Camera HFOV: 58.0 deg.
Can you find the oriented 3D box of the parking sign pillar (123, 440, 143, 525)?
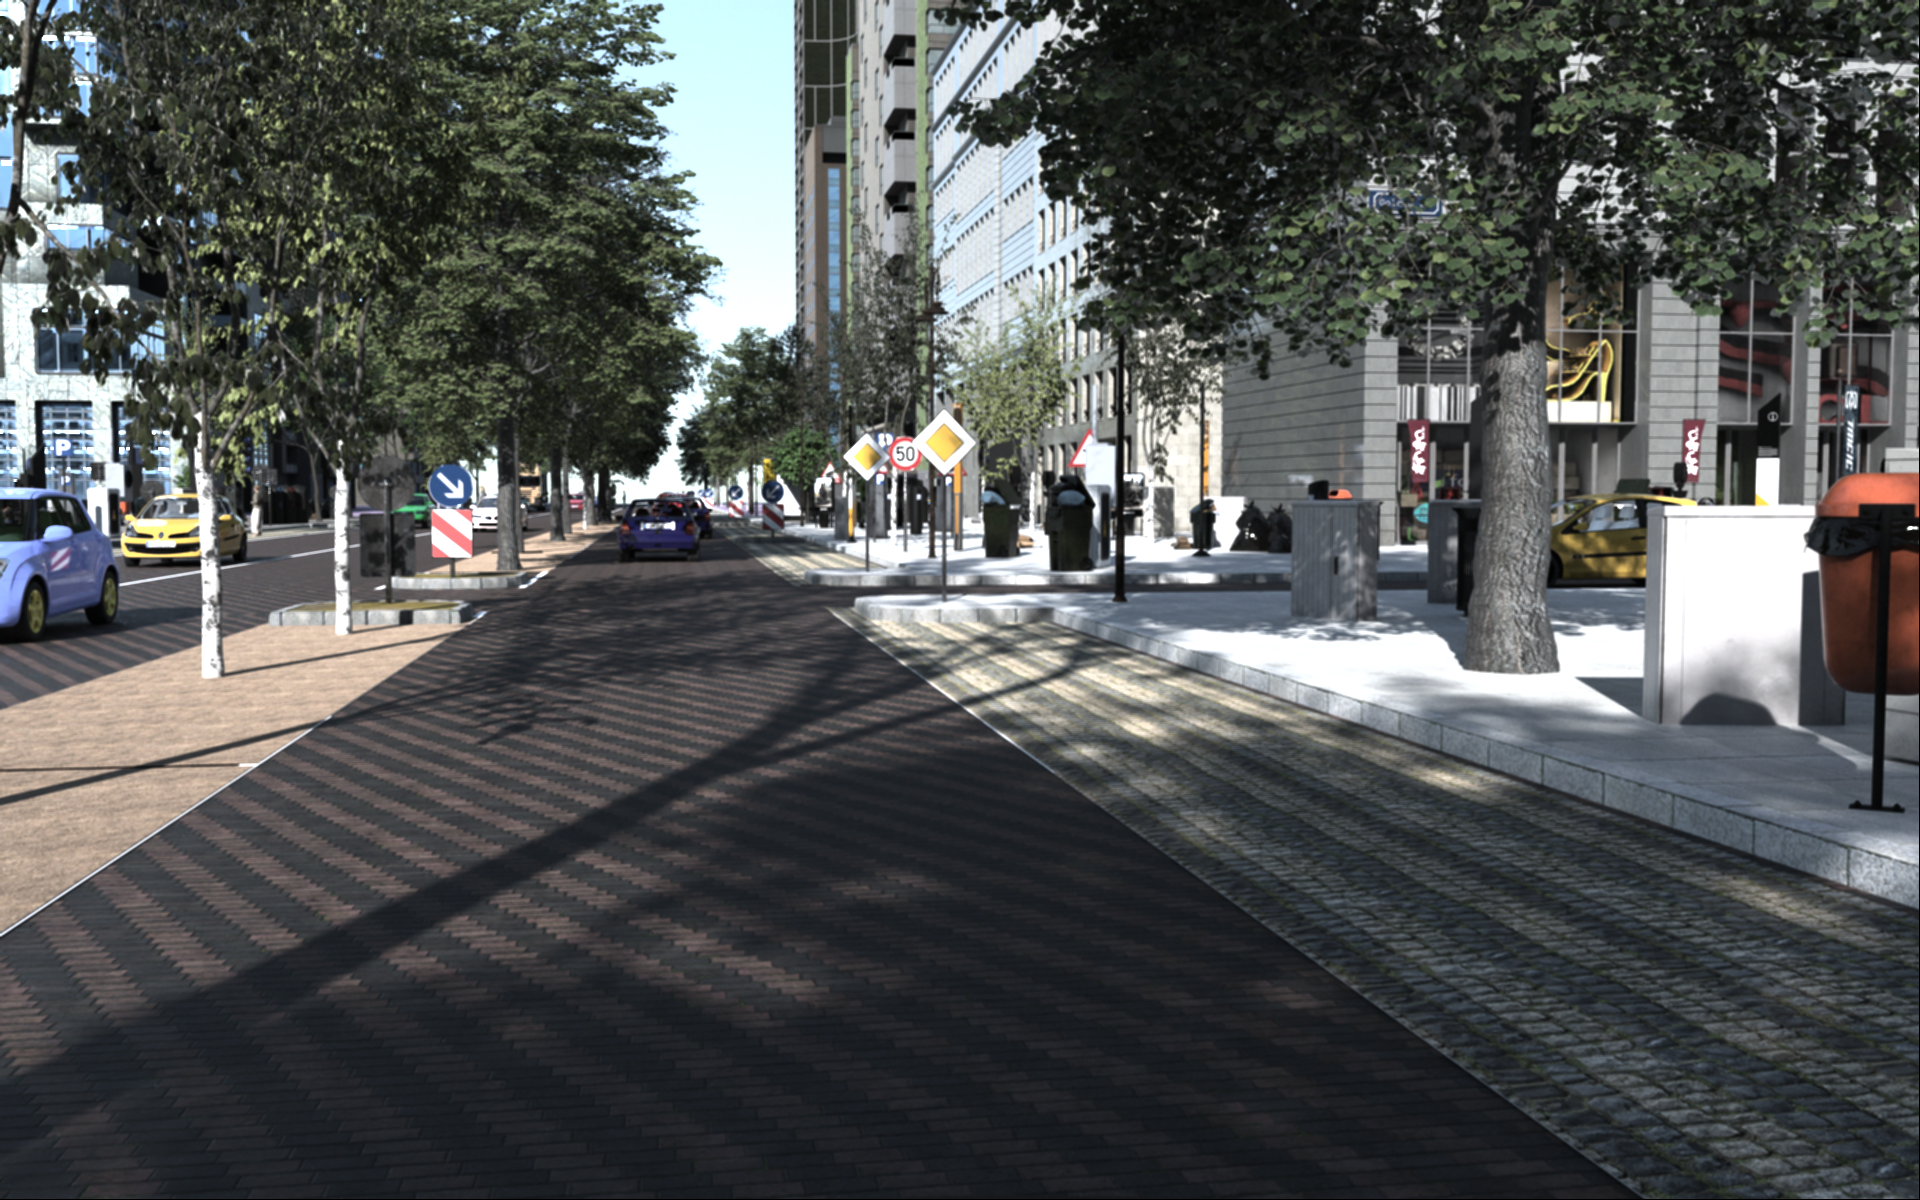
[{"bbox_3d":[-34.630,-5.153,72.722,1.447,3.967,1.447,-2,4,-28],"label":"parking sign pillar"}]

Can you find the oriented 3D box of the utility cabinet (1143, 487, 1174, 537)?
[{"bbox_3d":[5.868,-2.595,51.109,0.318,1.500,1.173,3,5,42],"label":"utility cabinet"}]

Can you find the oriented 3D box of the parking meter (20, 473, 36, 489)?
[{"bbox_3d":[-26.368,-2.650,49.042,0.255,1.863,0.399,0,4,5],"label":"parking meter"}]

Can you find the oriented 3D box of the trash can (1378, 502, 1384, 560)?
[{"bbox_3d":[7.493,-1.258,32.218,0.748,1.137,0.748,0,3,0],"label":"trash can"}]

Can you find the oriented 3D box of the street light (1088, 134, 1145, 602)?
[{"bbox_3d":[1.906,-2.917,20.482,0.468,5.910,1.993,-1,4,-10],"label":"street light"}]

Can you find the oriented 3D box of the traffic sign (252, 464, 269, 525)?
[{"bbox_3d":[-29.201,-4.421,72.395,0.768,2.556,0.104,0,4,-2],"label":"traffic sign"}]

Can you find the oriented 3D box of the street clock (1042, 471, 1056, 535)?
[{"bbox_3d":[2.764,-3.027,54.055,0.358,2.002,0.471,-2,4,-31],"label":"street clock"}]

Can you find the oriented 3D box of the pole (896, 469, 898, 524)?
[{"bbox_3d":[-2.656,-4.777,71.944,0.158,3.312,0.155,0,3,0],"label":"pole"}]

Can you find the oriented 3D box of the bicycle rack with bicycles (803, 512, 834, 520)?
[{"bbox_3d":[-7.495,-4.538,87.573,2.925,0.926,2.852,-2,4,-32],"label":"bicycle rack with bicycles"}]

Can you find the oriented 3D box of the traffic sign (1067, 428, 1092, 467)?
[{"bbox_3d":[2.560,-2.101,34.351,0.884,2.594,0.081,0,4,-7],"label":"traffic sign"}]

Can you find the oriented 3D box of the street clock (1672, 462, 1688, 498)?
[{"bbox_3d":[16.504,-2.150,39.721,0.358,2.002,0.471,2,4,32],"label":"street clock"}]

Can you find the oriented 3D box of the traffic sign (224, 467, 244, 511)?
[{"bbox_3d":[-28.617,-4.174,68.346,0.768,2.556,0.104,0,4,-7],"label":"traffic sign"}]

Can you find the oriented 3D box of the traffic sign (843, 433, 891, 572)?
[{"bbox_3d":[-1.525,-1.515,28.406,0.795,2.450,0.064,-1,4,-10],"label":"traffic sign"}]

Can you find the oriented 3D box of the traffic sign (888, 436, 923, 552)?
[{"bbox_3d":[-1.209,-2.339,38.353,0.768,2.556,0.104,0,4,-3],"label":"traffic sign"}]

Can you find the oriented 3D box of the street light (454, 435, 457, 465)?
[{"bbox_3d":[-39.179,-9.899,134.637,0.468,5.910,1.993,-1,4,-10],"label":"street light"}]

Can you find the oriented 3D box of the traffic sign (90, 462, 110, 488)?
[{"bbox_3d":[-27.588,-3.271,55.611,0.606,2.300,0.079,0,4,-7],"label":"traffic sign"}]

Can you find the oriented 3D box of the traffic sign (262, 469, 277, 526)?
[{"bbox_3d":[-27.864,-4.146,69.913,0.606,2.300,0.079,0,4,-1],"label":"traffic sign"}]

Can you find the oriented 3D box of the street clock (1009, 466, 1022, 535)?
[{"bbox_3d":[1.404,-2.428,44.274,0.358,2.002,0.471,-1,4,-10],"label":"street clock"}]

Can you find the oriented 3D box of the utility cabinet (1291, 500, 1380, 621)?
[{"bbox_3d":[3.856,-0.412,17.896,0.306,1.237,1.020,-2,4,-30],"label":"utility cabinet"}]

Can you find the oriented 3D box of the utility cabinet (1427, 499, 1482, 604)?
[{"bbox_3d":[6.024,-0.561,20.330,1.020,1.237,0.306,1,4,15],"label":"utility cabinet"}]

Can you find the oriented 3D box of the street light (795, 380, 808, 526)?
[{"bbox_3d":[-6.266,-5.858,68.563,0.468,5.910,1.993,-1,4,-10],"label":"street light"}]

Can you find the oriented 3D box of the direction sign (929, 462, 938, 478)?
[{"bbox_3d":[-1.129,-5.783,86.543,0.876,3.537,0.379,-2,4,-27],"label":"direction sign"}]

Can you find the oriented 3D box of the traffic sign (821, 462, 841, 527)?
[{"bbox_3d":[-4.987,-4.075,66.632,0.884,2.594,0.081,0,4,-1],"label":"traffic sign"}]

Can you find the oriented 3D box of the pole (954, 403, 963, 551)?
[{"bbox_3d":[-0.039,-2.759,38.953,0.158,3.312,0.155,0,3,0],"label":"pole"}]

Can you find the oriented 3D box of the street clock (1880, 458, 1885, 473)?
[{"bbox_3d":[17.932,-1.760,33.349,0.358,2.002,0.471,0,4,0],"label":"street clock"}]

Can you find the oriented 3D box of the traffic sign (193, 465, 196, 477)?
[{"bbox_3d":[-28.404,-3.974,65.073,0.768,2.556,0.104,-1,4,-9],"label":"traffic sign"}]

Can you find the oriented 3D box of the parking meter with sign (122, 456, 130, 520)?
[{"bbox_3d":[-37.933,-5.022,78.366,1.738,3.016,0.543,2,4,26],"label":"parking meter with sign"}]

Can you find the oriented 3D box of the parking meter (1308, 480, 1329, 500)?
[{"bbox_3d":[6.661,-1.456,32.220,0.372,1.533,0.369,0,3,0],"label":"parking meter"}]

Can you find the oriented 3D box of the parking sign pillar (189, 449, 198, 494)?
[{"bbox_3d":[-29.989,-4.891,68.435,1.447,3.967,1.447,0,4,-5],"label":"parking sign pillar"}]

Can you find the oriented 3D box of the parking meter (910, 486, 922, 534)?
[{"bbox_3d":[-1.401,-2.860,55.179,0.372,1.533,0.369,0,3,0],"label":"parking meter"}]

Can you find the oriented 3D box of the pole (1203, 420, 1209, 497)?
[{"bbox_3d":[6.803,-3.312,47.998,0.158,3.312,0.155,0,3,0],"label":"pole"}]

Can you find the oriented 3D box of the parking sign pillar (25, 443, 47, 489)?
[{"bbox_3d":[-48.515,-6.267,90.937,1.447,3.967,1.447,0,4,0],"label":"parking sign pillar"}]

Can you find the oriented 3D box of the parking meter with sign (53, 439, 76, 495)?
[{"bbox_3d":[-28.686,-3.636,55.701,0.543,3.016,1.738,-1,4,-20],"label":"parking meter with sign"}]

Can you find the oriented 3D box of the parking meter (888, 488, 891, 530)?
[{"bbox_3d":[-2.514,-3.237,61.334,0.372,1.533,0.369,0,3,0],"label":"parking meter"}]

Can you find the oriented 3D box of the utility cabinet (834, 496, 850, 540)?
[{"bbox_3d":[-3.313,-2.306,48.857,0.306,1.237,1.020,0,4,5],"label":"utility cabinet"}]

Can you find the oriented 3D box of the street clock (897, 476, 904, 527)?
[{"bbox_3d":[-2.353,-3.878,67.971,0.358,2.002,0.471,2,4,27],"label":"street clock"}]

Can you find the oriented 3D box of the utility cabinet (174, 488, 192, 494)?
[{"bbox_3d":[-28.613,-3.377,63.888,0.318,1.500,1.173,0,4,-8],"label":"utility cabinet"}]

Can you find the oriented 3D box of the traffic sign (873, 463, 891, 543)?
[{"bbox_3d":[-2.256,-2.790,45.626,0.884,2.594,0.081,-1,4,-9],"label":"traffic sign"}]

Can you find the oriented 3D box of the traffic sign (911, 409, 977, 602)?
[{"bbox_3d":[-0.190,-1.033,20.533,0.795,2.450,0.064,-1,4,-10],"label":"traffic sign"}]

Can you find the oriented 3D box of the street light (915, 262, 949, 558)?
[{"bbox_3d":[-0.561,-3.784,34.662,0.468,5.910,1.993,-1,4,-10],"label":"street light"}]

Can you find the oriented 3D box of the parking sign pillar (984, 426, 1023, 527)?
[{"bbox_3d":[1.794,-4.909,68.729,1.447,3.967,1.447,0,4,2],"label":"parking sign pillar"}]

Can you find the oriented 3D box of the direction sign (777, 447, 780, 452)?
[{"bbox_3d":[-8.535,-5.610,83.723,0.876,3.537,0.379,3,5,40],"label":"direction sign"}]

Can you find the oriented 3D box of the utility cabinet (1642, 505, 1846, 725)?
[{"bbox_3d":[4.408,0.087,9.734,1.020,1.237,0.306,0,4,3],"label":"utility cabinet"}]

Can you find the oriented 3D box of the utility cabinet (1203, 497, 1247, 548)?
[{"bbox_3d":[6.387,-1.869,41.727,1.020,1.237,0.306,2,4,24],"label":"utility cabinet"}]

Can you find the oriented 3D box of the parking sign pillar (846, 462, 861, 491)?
[{"bbox_3d":[-5.762,-6.699,97.993,1.447,3.967,1.447,1,4,16],"label":"parking sign pillar"}]

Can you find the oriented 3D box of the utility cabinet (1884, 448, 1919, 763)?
[{"bbox_3d":[5.042,0.019,8.360,1.173,1.500,0.318,-1,4,-16],"label":"utility cabinet"}]

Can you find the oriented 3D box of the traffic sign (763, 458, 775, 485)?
[{"bbox_3d":[-9.932,-6.331,97.379,2.265,3.308,0.079,0,4,-7],"label":"traffic sign"}]

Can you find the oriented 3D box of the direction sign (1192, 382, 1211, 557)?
[{"bbox_3d":[4.981,-2.669,35.639,0.379,3.537,0.876,0,4,5],"label":"direction sign"}]

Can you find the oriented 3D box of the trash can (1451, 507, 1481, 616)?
[{"bbox_3d":[5.546,-0.401,18.218,0.748,1.137,0.748,0,3,0],"label":"trash can"}]

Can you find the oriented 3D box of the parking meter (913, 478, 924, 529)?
[{"bbox_3d":[-1.525,-3.526,63.362,0.399,1.863,0.255,-1,4,-10],"label":"parking meter"}]

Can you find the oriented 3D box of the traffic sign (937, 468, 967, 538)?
[{"bbox_3d":[-0.227,-3.107,50.808,0.884,2.594,0.081,0,4,-8],"label":"traffic sign"}]

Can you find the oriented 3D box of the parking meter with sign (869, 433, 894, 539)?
[{"bbox_3d":[-2.343,-3.298,50.189,0.543,3.016,1.738,-1,4,-14],"label":"parking meter with sign"}]

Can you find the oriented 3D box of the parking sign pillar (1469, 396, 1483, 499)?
[{"bbox_3d":[13.170,-3.239,41.424,1.447,3.967,1.447,-1,4,-16],"label":"parking sign pillar"}]

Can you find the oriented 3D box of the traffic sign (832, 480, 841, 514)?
[{"bbox_3d":[-6.241,-5.177,84.654,0.884,2.594,0.081,0,4,-1],"label":"traffic sign"}]

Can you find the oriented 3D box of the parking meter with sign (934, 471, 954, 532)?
[{"bbox_3d":[-0.486,-3.818,58.686,0.543,3.016,1.738,-1,4,-20],"label":"parking meter with sign"}]

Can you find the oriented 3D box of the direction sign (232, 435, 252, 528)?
[{"bbox_3d":[-27.500,-4.549,66.377,0.876,3.537,0.379,1,4,16],"label":"direction sign"}]

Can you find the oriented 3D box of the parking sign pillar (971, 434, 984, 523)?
[{"bbox_3d":[1.205,-5.374,76.335,1.447,3.967,1.447,1,4,17],"label":"parking sign pillar"}]
